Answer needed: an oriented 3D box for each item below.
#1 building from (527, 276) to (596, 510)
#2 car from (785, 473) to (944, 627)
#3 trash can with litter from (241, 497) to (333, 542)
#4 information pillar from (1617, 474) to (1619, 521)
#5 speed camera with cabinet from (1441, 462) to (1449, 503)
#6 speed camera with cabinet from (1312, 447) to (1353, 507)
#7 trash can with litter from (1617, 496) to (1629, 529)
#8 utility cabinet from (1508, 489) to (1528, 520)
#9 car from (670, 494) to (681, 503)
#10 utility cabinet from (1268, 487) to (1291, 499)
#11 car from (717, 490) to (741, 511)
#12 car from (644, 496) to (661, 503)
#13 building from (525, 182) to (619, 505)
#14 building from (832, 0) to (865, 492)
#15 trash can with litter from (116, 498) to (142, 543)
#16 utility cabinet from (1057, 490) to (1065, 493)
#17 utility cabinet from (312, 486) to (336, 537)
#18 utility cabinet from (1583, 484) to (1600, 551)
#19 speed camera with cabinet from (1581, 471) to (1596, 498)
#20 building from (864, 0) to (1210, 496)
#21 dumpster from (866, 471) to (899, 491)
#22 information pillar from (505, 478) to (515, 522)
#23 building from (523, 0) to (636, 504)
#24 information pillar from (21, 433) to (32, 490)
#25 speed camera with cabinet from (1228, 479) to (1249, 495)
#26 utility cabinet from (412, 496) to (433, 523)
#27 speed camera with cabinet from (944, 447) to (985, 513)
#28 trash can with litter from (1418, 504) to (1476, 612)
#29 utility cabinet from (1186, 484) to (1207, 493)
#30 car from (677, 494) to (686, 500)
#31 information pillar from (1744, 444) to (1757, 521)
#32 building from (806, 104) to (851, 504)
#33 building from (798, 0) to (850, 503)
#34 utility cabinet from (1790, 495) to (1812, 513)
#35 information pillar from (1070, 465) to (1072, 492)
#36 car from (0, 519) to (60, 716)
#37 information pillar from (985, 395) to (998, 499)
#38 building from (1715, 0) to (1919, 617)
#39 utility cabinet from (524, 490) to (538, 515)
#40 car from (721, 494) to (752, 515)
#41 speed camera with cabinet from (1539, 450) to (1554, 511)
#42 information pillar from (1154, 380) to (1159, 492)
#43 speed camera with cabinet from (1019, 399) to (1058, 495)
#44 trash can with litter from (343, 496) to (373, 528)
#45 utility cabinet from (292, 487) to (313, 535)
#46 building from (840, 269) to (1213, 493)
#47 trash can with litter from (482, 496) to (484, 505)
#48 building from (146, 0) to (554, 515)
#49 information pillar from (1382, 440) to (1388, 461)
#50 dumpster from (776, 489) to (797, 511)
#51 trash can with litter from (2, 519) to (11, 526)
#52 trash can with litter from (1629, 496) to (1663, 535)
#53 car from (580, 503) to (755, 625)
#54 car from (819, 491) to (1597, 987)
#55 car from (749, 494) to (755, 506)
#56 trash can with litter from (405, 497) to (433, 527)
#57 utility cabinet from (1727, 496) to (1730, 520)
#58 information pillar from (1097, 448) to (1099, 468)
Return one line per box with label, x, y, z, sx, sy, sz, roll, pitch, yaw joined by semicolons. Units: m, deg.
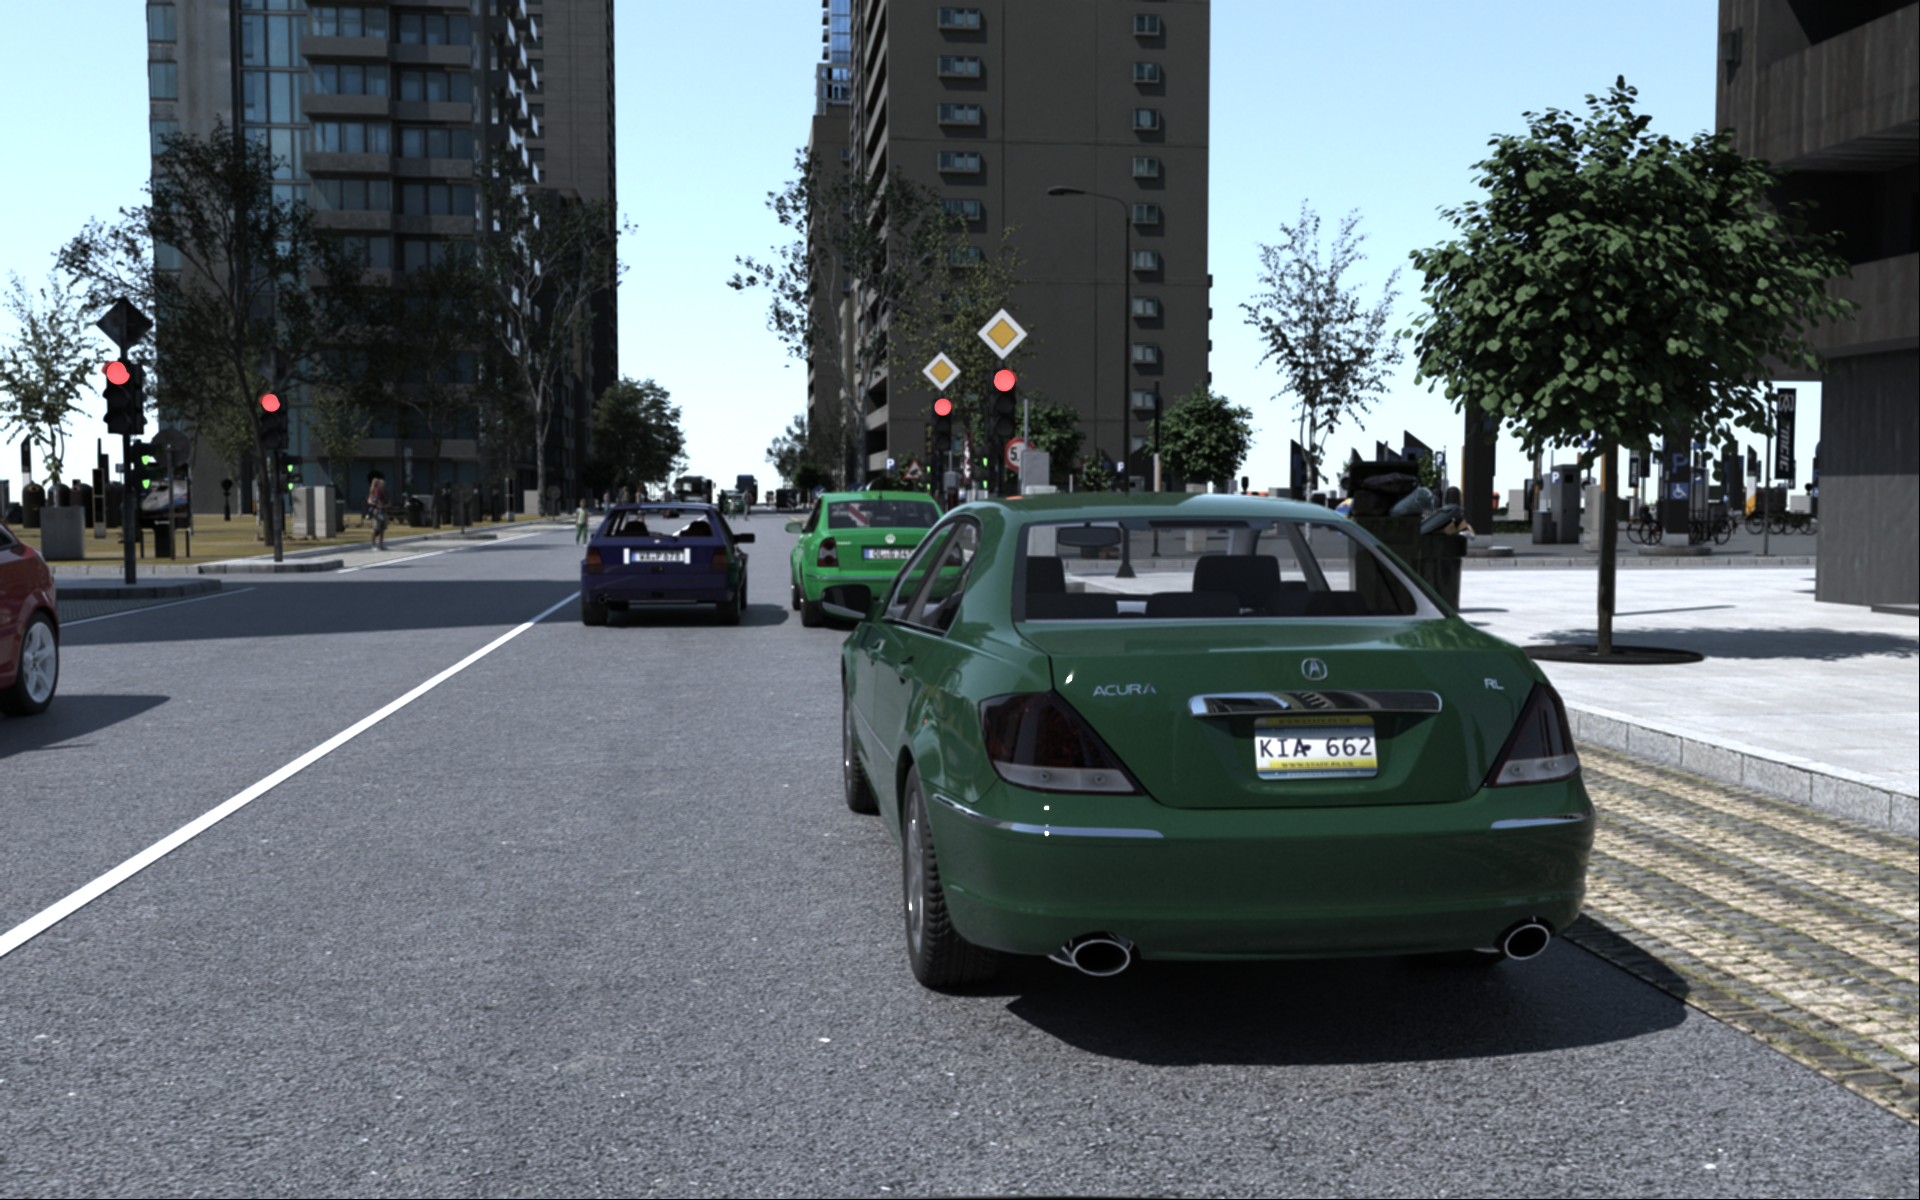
building;-47.052;-18.670;150.293;27.650;21.520;28.899;0;4;-7
car;-1.025;-0.694;20.136;1.959;1.807;4.718;0;4;-8
trash can with litter;-18.477;-2.239;47.662;2.233;1.210;1.678;0;4;-6
information pillar;24.290;-3.667;64.452;0.304;2.012;0.304;0;4;4
speed camera with cabinet;30.116;-6.962;108.167;0.660;3.252;2.038;1;4;12
speed camera with cabinet;15.715;-4.790;72.650;2.038;3.252;0.660;3;5;40
trash can with litter;23.281;-3.117;62.019;2.233;1.210;1.678;0;4;5
utility cabinet;26.735;-4.513;82.468;1.173;1.500;0.318;1;4;21
car;-23.844;-7.975;142.189;2.131;1.459;4.920;0;4;-6
utility cabinet;10.042;-2.793;54.339;0.318;1.500;1.173;2;4;33
car;-19.354;-8.403;146.056;2.281;1.827;5.304;-1;4;-9
car;-20.008;-6.150;113.138;1.945;1.354;3.894;-1;4;-8
building;-56.115;-31.217;202.278;32.217;40.220;23.993;0;4;-7
building;-2.232;-44.852;171.579;20.563;71.187;20.611;0;4;-7
trash can with litter;-21.761;-2.086;45.488;0.624;1.170;1.055;-1;4;-12
utility cabinet;6.008;-5.841;104.183;0.318;1.500;1.173;1;4;21
utility cabinet;-18.665;-2.586;50.962;0.318;1.500;1.173;-2;4;-34
utility cabinet;14.171;-1.837;38.714;0.318;1.500;1.173;1;4;12
speed camera with cabinet;33.173;-6.055;93.337;2.038;3.252;0.660;3;5;41
building;4.653;-30.474;121.947;21.300;48.544;21.600;0;4;-7
dumpster;-3.227;-4.346;73.545;1.502;2.255;1.985;0;4;-7
information pillar;-20.845;-4.633;80.242;0.304;2.012;0.304;-2;4;-35
building;-52.876;-48.069;224.177;20.563;71.187;20.611;0;4;-7
information pillar;-36.068;-4.624;66.953;0.504;3.616;0.183;2;4;26
speed camera with cabinet;16.859;-6.790;105.345;0.660;3.252;2.038;-2;4;-23
utility cabinet;-23.555;-3.965;75.987;0.306;1.237;1.020;2;4;24
speed camera with cabinet;0.236;-4.777;72.442;2.038;3.252;0.660;-1;4;-15
trash can with litter;4.939;-0.441;18.601;1.055;1.170;0.624;-1;4;-11
utility cabinet;5.177;-1.786;37.888;0.318;1.500;1.173;0;3;0
car;-24.457;-8.314;147.728;2.131;1.459;4.920;-1;4;-9
information pillar;37.038;-5.488;81.079;0.183;3.616;0.504;-2;4;-26
building;-7.720;-36.040;212.961;21.300;48.544;21.600;0;4;-7
building;-12.103;-57.451;251.995;22.319;86.520;31.000;0;4;-7
utility cabinet;39.533;-4.292;81.343;0.306;1.237;1.020;-2;4;-30
information pillar;4.709;-5.020;73.430;0.183;3.616;0.504;0;4;1
car;-6.681;-0.042;9.721;2.155;1.783;4.494;0;4;-7
information pillar;0.788;-3.035;40.977;0.504;3.616;0.183;-3;5;-39
building;15.870;-15.036;17.534;14.160;30.474;14.107;0;4;-7
utility cabinet;-25.789;-5.889;104.965;1.173;1.500;0.318;0;4;3
car;-15.372;-6.566;119.150;2.131;1.459;4.920;0;4;-8
speed camera with cabinet;26.027;-5.084;77.452;0.660;3.252;2.038;0;4;-1
information pillar;4.027;-2.699;35.491;0.183;3.616;0.504;0;4;6
speed camera with cabinet;1.612;-2.513;35.431;0.660;3.252;2.038;0;4;-3
trash can with litter;-22.909;-3.362;66.031;2.233;1.210;1.678;0;4;-2
utility cabinet;-20.458;-2.770;53.973;0.318;1.500;1.173;-3;5;-41
building;4.326;-18.592;149.016;27.650;21.520;28.899;0;4;-7
trash can with litter;-29.048;-5.761;105.257;1.678;1.210;2.233;-3;5;-45
building;-41.576;-30.622;120.286;23.786;49.044;30.456;0;4;-7
information pillar;18.469;-5.135;75.317;0.183;3.616;0.504;2;4;34
dumpster;-15.059;-8.674;150.037;1.865;1.857;1.264;0;4;-8
trash can with litter;-38.477;-3.529;69.085;1.055;1.170;0.624;-1;4;-22
trash can with litter;22.507;-2.698;55.176;1.678;1.210;2.233;2;4;32
car;-3.393;-0.472;20.290;1.945;1.354;3.894;0;4;-5
car;0.567;0.320;6.565;2.131;1.459;4.920;0;4;-8
car;-26.296;-12.466;212.851;2.155;1.783;4.494;0;4;-7
trash can with litter;-20.852;-3.395;66.900;0.624;1.170;1.055;2;4;32
utility cabinet;33.123;-3.933;75.473;1.020;1.237;0.306;-3;4;-36
information pillar;6.965;-5.879;87.476;0.183;3.616;0.504;1;4;8
